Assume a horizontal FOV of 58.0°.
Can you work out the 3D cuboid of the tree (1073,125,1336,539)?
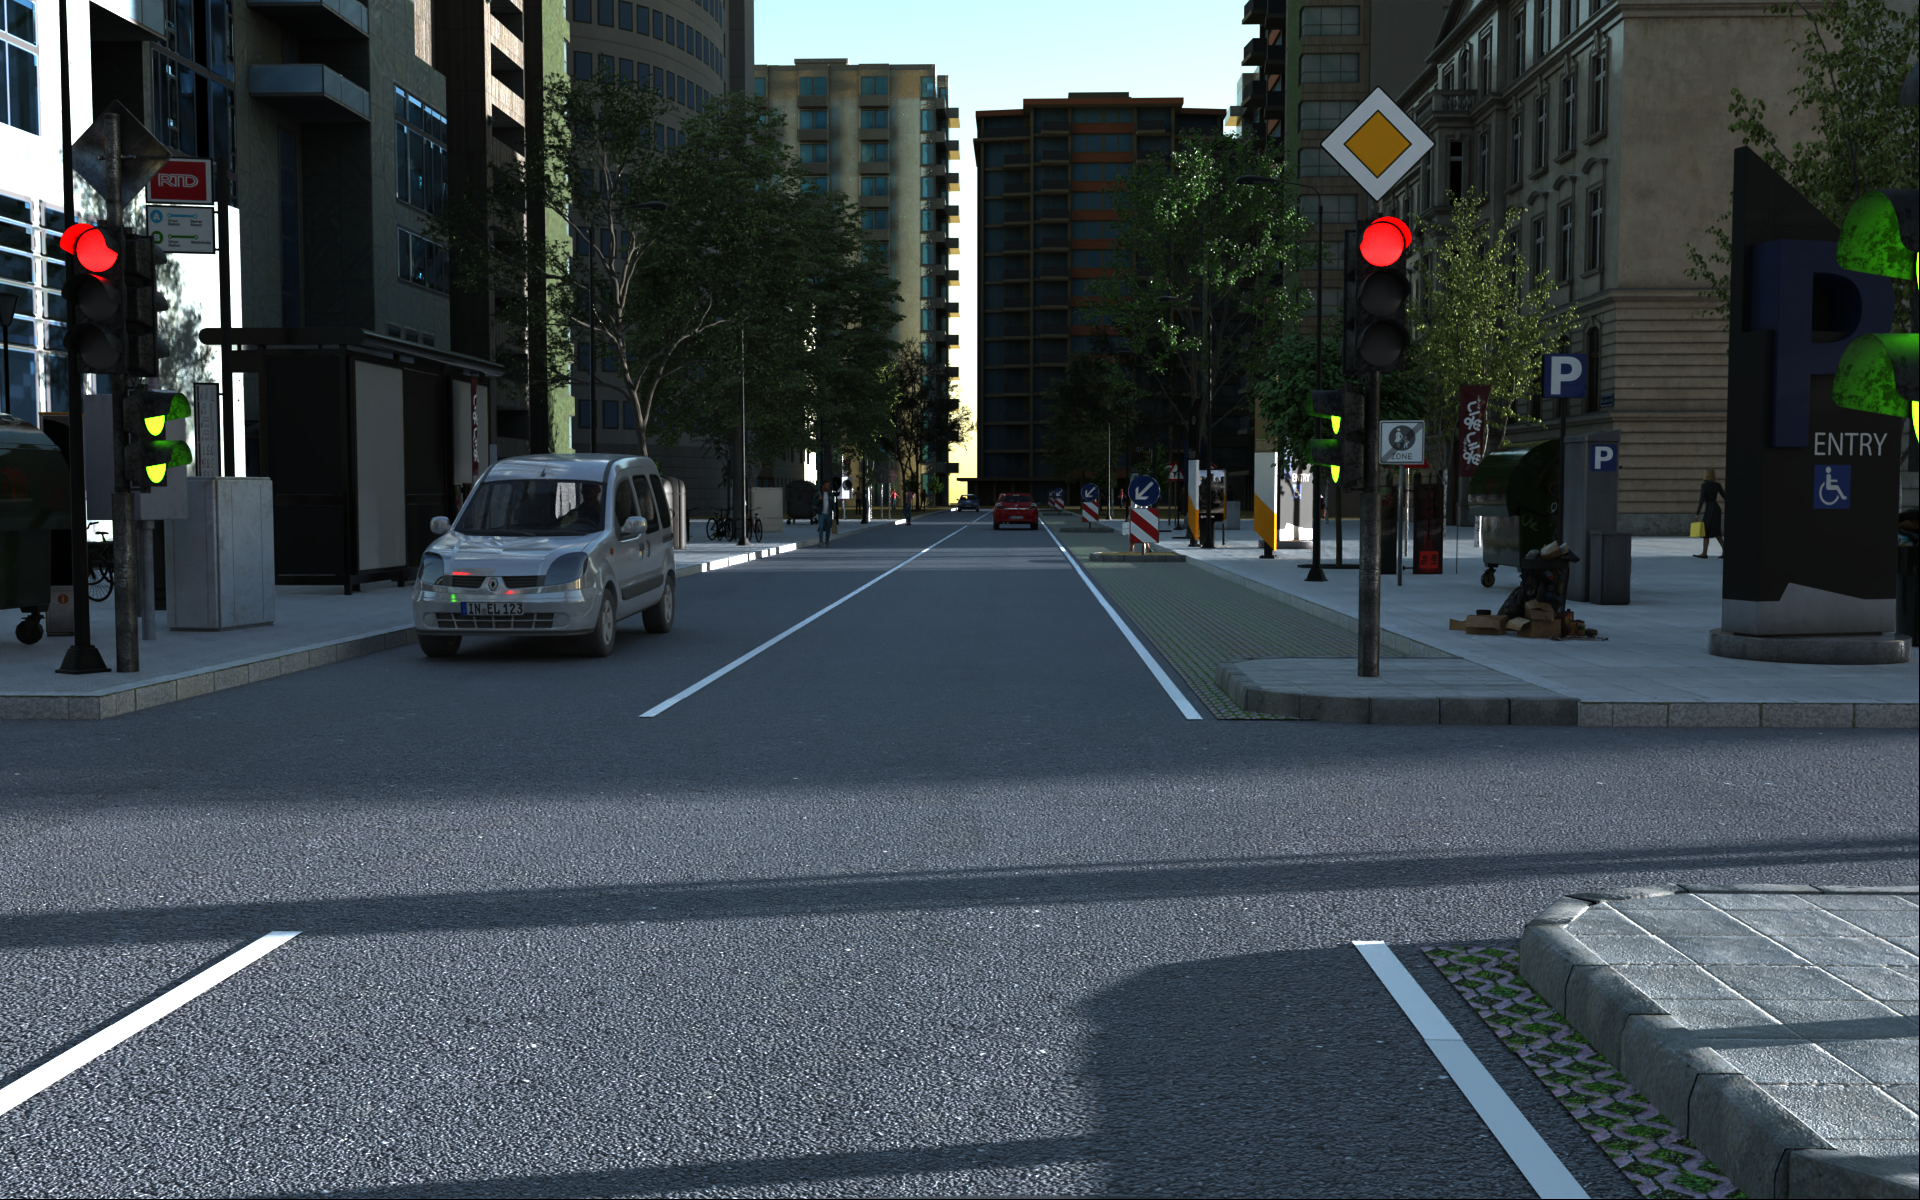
[{"bbox_3d":[6.750,-7.553,49.250,9.928,11.665,9.643,0,3,0],"label":"tree"}]

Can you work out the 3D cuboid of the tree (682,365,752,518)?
[{"bbox_3d":[-10.710,-7.877,79.151,4.360,8.622,3.978,0,3,0],"label":"tree"}]

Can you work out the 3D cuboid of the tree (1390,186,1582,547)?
[{"bbox_3d":[12.488,-5.566,41.359,4.737,8.622,4.395,0,3,0],"label":"tree"}]

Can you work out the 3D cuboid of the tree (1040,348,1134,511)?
[{"bbox_3d":[9.974,-13.258,134.902,7.486,12.596,7.792,0,3,0],"label":"tree"}]

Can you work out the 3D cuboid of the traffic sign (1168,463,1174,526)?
[{"bbox_3d":[8.505,-4.293,70.295,0.768,2.556,0.104,0,4,7],"label":"traffic sign"}]

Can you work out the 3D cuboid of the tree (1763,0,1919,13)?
[{"bbox_3d":[11.125,-4.279,20.318,4.737,8.622,4.395,0,3,0],"label":"tree"}]

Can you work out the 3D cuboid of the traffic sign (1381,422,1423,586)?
[{"bbox_3d":[6.144,-1.346,24.141,0.606,2.300,0.079,1,4,11],"label":"traffic sign"}]

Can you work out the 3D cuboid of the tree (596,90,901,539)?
[{"bbox_3d":[-6.722,-8.031,49.441,7.486,12.596,7.792,0,3,0],"label":"tree"}]

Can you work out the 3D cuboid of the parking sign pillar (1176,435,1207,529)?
[{"bbox_3d":[8.719,-4.619,63.997,1.447,3.967,1.447,-1,4,-14],"label":"parking sign pillar"}]

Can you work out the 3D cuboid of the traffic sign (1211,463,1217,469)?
[{"bbox_3d":[10.062,-4.284,70.154,0.768,2.556,0.104,1,4,9],"label":"traffic sign"}]

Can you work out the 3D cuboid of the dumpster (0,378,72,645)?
[{"bbox_3d":[-8.359,-0.699,13.917,1.502,2.255,1.985,0,4,2],"label":"dumpster"}]

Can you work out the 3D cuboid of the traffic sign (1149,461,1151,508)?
[{"bbox_3d":[7.401,-4.129,67.514,0.884,2.594,0.081,0,4,5],"label":"traffic sign"}]

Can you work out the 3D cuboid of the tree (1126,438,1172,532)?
[{"bbox_3d":[6.759,-3.938,58.989,1.663,3.219,1.824,0,3,0],"label":"tree"}]

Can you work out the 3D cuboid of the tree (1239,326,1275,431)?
[{"bbox_3d":[13.347,-7.218,68.384,4.737,8.622,4.395,0,3,0],"label":"tree"}]

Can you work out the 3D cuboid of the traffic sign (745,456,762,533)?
[{"bbox_3d":[-6.847,-3.456,56.604,0.768,2.556,0.104,0,4,8],"label":"traffic sign"}]

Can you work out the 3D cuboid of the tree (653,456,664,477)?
[{"bbox_3d":[-15.116,-5.610,86.327,1.663,3.219,1.824,0,3,0],"label":"tree"}]

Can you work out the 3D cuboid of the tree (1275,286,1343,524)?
[{"bbox_3d":[13.821,-6.666,59.356,4.737,8.622,4.395,0,3,0],"label":"tree"}]

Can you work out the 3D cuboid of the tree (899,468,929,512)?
[{"bbox_3d":[-3.483,-8.076,126.641,1.663,3.219,1.824,0,3,0],"label":"tree"}]

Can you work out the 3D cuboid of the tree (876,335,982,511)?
[{"bbox_3d":[-3.455,-13.740,135.018,12.009,13.543,11.850,0,3,0],"label":"tree"}]

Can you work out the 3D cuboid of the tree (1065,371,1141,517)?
[{"bbox_3d":[8.459,-9.056,98.433,4.737,8.622,4.395,0,3,0],"label":"tree"}]

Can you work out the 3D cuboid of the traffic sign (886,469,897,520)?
[{"bbox_3d":[-3.536,-5.291,86.609,0.768,2.556,0.104,1,4,10],"label":"traffic sign"}]

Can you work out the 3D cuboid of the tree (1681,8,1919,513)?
[{"bbox_3d":[14.593,-4.810,29.009,4.737,8.622,4.395,0,3,0],"label":"tree"}]

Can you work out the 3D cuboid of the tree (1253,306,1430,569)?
[{"bbox_3d":[6.674,-2.847,30.262,4.285,4.588,4.351,0,3,0],"label":"tree"}]

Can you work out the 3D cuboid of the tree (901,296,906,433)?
[{"bbox_3d":[-5.335,-9.006,65.371,7.486,12.596,7.792,0,3,0],"label":"tree"}]

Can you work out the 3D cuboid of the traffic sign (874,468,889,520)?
[{"bbox_3d":[-3.856,-5.204,85.187,0.768,2.556,0.104,1,4,9],"label":"traffic sign"}]

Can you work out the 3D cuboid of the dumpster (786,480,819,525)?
[{"bbox_3d":[-6.672,-4.126,73.220,1.264,1.857,1.865,0,4,2],"label":"dumpster"}]

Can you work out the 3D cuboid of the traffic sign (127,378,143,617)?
[{"bbox_3d":[-8.580,-1.101,18.011,0.884,2.594,0.081,1,4,11],"label":"traffic sign"}]

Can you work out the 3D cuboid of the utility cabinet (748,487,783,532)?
[{"bbox_3d":[-6.498,-3.008,57.857,1.173,1.500,0.318,-3,5,-40],"label":"utility cabinet"}]

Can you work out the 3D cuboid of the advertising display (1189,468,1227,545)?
[{"bbox_3d":[6.250,-2.357,43.754,0.974,1.923,0.123,2,4,25],"label":"advertising display"}]

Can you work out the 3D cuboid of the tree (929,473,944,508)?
[{"bbox_3d":[-2.266,-10.132,160.255,1.663,3.219,1.824,0,3,0],"label":"tree"}]

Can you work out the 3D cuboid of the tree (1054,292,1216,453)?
[{"bbox_3d":[7.925,-8.881,79.618,8.767,10.594,7.601,2,4,32],"label":"tree"}]

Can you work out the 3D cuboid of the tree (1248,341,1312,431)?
[{"bbox_3d":[15.835,-8.072,82.342,4.360,8.622,3.978,0,3,0],"label":"tree"}]

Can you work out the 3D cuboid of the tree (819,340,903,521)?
[{"bbox_3d":[-4.524,-7.997,81.114,4.737,8.622,4.395,0,3,0],"label":"tree"}]

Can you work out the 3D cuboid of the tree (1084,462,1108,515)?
[{"bbox_3d":[8.549,-6.745,104.879,1.663,3.219,1.824,0,3,0],"label":"tree"}]

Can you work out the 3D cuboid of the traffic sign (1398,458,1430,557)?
[{"bbox_3d":[9.136,-2.165,35.409,0.884,2.594,0.081,0,4,7],"label":"traffic sign"}]

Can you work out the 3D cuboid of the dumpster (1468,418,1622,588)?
[{"bbox_3d":[7.723,-1.249,22.919,1.502,2.255,1.985,0,4,2],"label":"dumpster"}]

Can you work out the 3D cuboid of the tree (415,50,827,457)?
[{"bbox_3d":[-6.679,-6.239,36.414,8.767,10.594,7.601,-3,4,-37],"label":"tree"}]

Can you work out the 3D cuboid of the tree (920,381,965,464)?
[{"bbox_3d":[-3.648,-11.211,117.704,8.767,10.594,7.601,1,4,10],"label":"tree"}]

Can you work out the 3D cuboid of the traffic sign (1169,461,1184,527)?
[{"bbox_3d":[8.437,-4.146,67.786,0.884,2.594,0.081,0,4,5],"label":"traffic sign"}]

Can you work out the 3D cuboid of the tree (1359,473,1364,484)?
[{"bbox_3d":[14.633,-6.230,52.222,4.737,8.622,4.395,0,3,0],"label":"tree"}]
